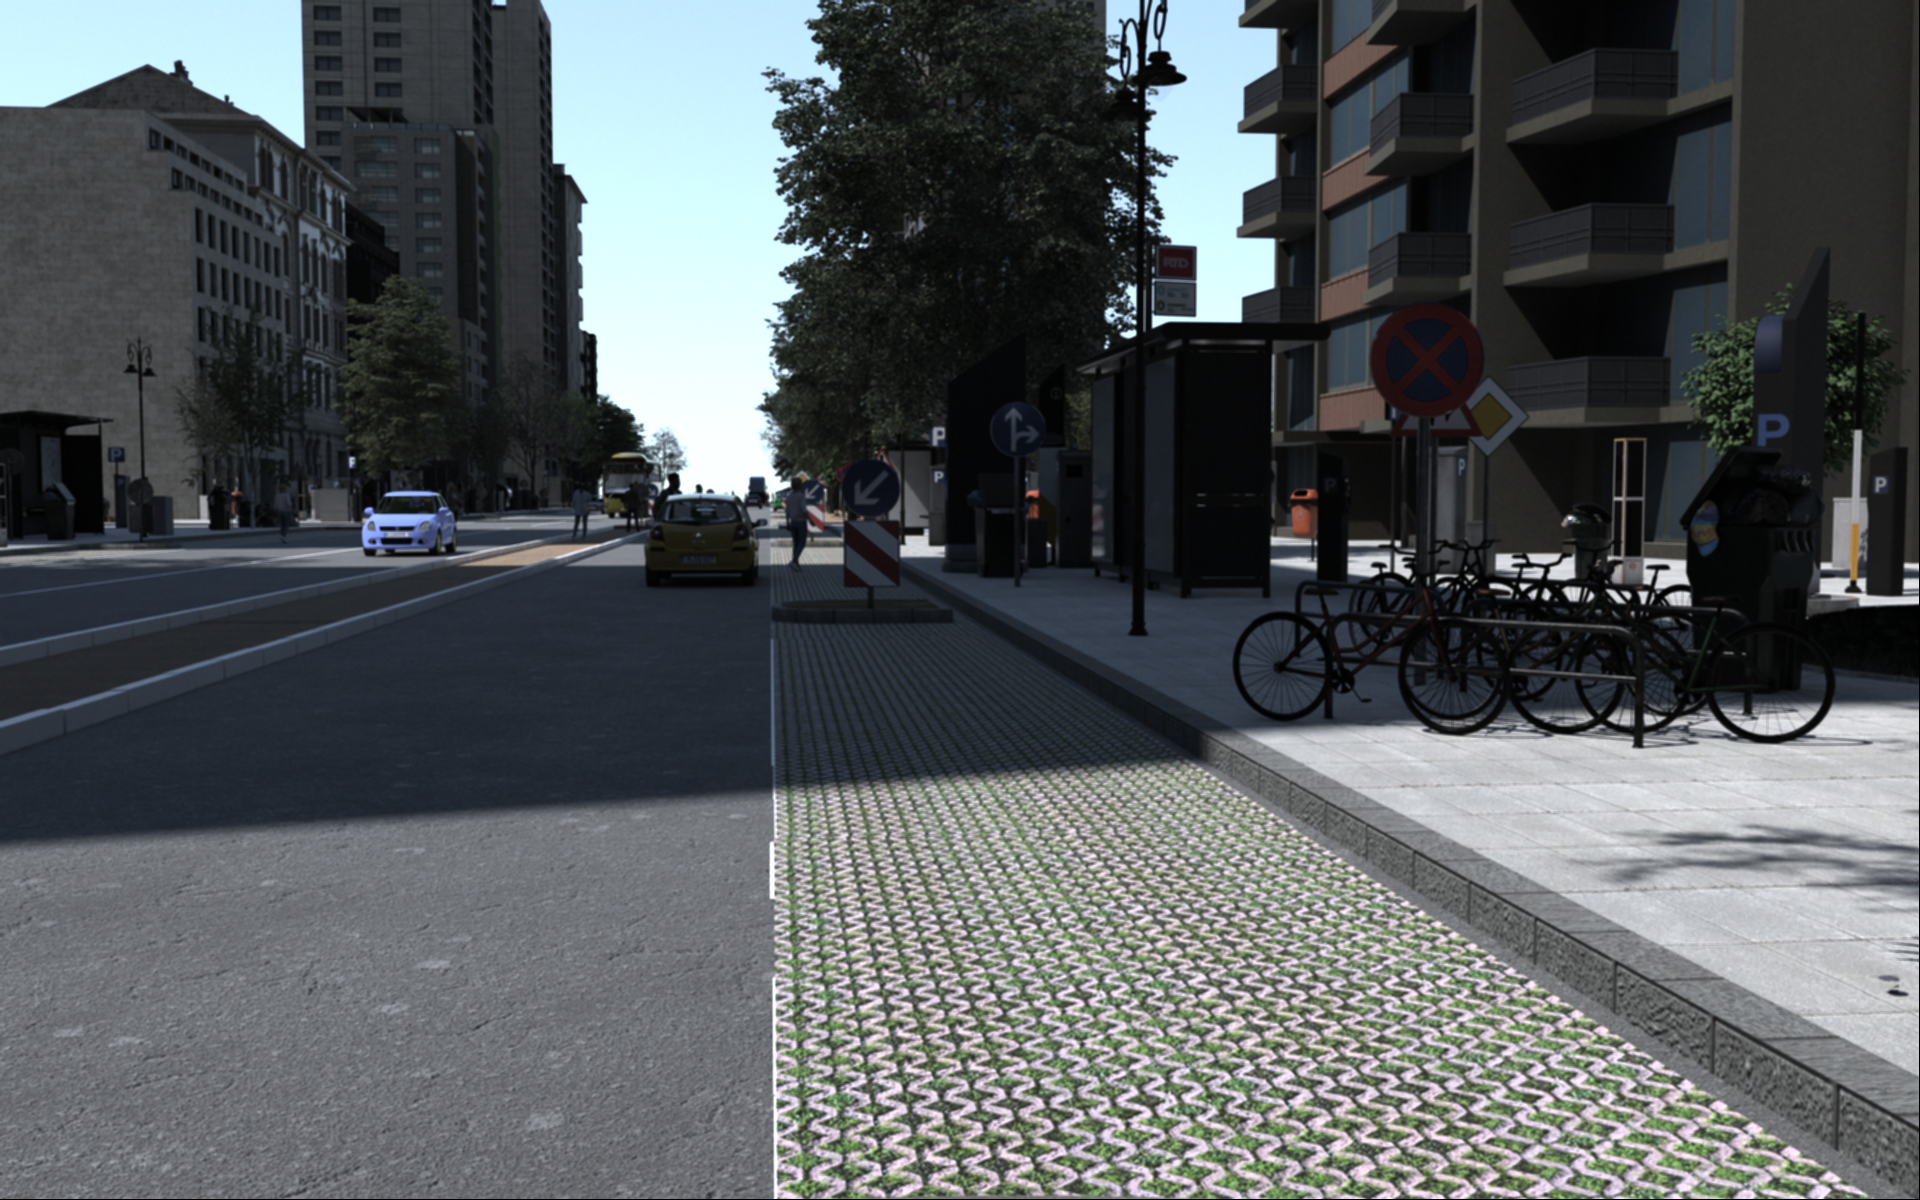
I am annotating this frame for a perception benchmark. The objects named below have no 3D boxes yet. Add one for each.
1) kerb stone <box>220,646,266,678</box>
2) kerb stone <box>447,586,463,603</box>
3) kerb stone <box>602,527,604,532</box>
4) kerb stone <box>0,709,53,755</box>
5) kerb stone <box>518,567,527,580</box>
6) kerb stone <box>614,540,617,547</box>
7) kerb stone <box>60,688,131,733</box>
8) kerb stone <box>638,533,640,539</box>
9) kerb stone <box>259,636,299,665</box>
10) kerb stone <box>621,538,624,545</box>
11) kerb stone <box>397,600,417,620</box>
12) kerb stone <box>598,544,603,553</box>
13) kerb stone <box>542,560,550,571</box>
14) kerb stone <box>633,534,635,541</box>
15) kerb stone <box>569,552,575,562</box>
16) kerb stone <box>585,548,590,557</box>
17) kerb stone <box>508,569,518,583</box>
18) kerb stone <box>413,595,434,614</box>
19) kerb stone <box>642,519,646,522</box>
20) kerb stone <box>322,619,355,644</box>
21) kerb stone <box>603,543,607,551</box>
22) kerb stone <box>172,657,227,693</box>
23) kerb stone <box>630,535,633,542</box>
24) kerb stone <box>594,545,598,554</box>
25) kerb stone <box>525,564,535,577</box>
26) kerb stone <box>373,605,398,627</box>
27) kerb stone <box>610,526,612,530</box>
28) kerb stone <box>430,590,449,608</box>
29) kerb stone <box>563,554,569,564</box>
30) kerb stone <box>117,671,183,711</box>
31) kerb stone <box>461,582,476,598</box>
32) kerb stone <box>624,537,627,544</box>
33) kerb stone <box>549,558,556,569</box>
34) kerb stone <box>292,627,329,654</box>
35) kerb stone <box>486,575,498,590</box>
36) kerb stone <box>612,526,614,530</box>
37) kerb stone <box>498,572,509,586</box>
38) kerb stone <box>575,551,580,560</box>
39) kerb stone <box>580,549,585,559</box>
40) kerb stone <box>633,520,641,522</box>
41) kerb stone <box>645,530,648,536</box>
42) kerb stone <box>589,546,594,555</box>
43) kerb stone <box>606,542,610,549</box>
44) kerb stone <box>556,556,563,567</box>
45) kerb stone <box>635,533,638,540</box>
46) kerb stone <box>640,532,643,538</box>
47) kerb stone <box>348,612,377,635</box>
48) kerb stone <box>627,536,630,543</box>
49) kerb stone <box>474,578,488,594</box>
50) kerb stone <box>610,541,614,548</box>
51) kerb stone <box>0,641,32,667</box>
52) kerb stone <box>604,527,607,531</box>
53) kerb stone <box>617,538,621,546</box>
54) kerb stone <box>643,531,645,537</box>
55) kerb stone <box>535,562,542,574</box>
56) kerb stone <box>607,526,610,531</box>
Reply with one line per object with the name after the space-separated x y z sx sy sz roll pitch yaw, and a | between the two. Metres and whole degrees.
-5.811 0.506 13.921 0.120 0.150 1.000 0 4 -6 | kerb stone
-6.812 -0.055 23.089 0.120 0.150 1.000 0 4 -6 | kerb stone
-13.480 -2.598 64.670 0.120 0.150 1.000 0 4 -6 | kerb stone
-5.363 0.755 9.849 0.120 0.150 1.000 0 4 -6 | kerb stone
-7.482 -0.428 29.211 0.120 0.150 1.000 0 4 -6 | kerb stone
-9.380 -1.488 46.530 0.120 0.150 1.000 0 4 -6 | kerb stone
-5.467 0.701 10.867 0.120 0.150 1.000 0 4 -6 | kerb stone
-10.269 -1.987 54.687 0.120 0.150 1.000 0 4 -6 | kerb stone
-5.924 0.449 14.938 0.120 0.150 1.000 0 4 -6 | kerb stone
-9.599 -1.612 48.580 0.120 0.150 1.000 0 4 -6 | kerb stone
-6.474 0.132 20.040 0.120 0.150 1.000 0 4 -6 | kerb stone
-8.921 -1.237 42.456 0.120 0.150 1.000 0 4 -6 | kerb stone
-7.813 -0.614 32.267 0.120 0.150 1.000 0 4 -6 | kerb stone
-10.046 -1.863 52.654 0.120 0.150 1.000 0 4 -6 | kerb stone
-8.253 -0.863 36.339 0.120 0.150 1.000 0 4 -6 | kerb stone
-8.590 -1.053 39.406 0.120 0.150 1.000 0 4 -6 | kerb stone
-7.369 -0.367 28.191 0.120 0.150 1.000 0 4 -6 | kerb stone
-6.590 0.070 21.056 0.120 0.150 1.000 0 4 -6 | kerb stone
-15.860 -3.936 86.551 0.120 0.150 1.000 0 4 -6 | kerb stone
-6.144 0.319 16.986 0.120 0.150 1.000 0 4 -6 | kerb stone
-9.044 -1.302 43.482 0.120 0.150 1.000 0 4 -6 | kerb stone
-5.703 0.569 12.902 0.120 0.150 1.000 0 4 -6 | kerb stone
-9.934 -1.794 51.638 0.120 0.150 1.000 0 4 -6 | kerb stone
-8.823 -1.177 41.438 0.120 0.150 1.000 0 4 -6 | kerb stone
-7.589 -0.491 30.229 0.120 0.150 1.000 0 4 -6 | kerb stone
-6.367 0.196 19.023 0.120 0.150 1.000 0 4 -6 | kerb stone
-13.808 -2.785 67.724 0.120 0.150 1.000 0 4 -6 | kerb stone
-6.704 0.008 22.072 0.120 0.150 1.000 0 4 -6 | kerb stone
-8.150 -0.803 35.317 0.120 0.150 1.000 0 4 -6 | kerb stone
-5.583 0.634 11.887 0.120 0.150 1.000 0 4 -6 | kerb stone
-6.920 -0.117 24.105 0.120 0.150 1.000 0 4 -6 | kerb stone
-9.709 -1.676 49.602 0.120 0.150 1.000 0 4 -6 | kerb stone
-7.928 -0.675 33.283 0.120 0.150 1.000 0 4 -6 | kerb stone
-6.035 0.383 15.966 0.120 0.150 1.000 0 4 -6 | kerb stone
-7.152 -0.242 26.152 0.120 0.150 1.000 0 4 -6 | kerb stone
-13.916 -2.845 68.747 0.120 0.150 1.000 0 4 -6 | kerb stone
-7.258 -0.304 27.168 0.120 0.150 1.000 0 4 -6 | kerb stone
-8.370 -0.927 37.355 0.120 0.150 1.000 0 4 -6 | kerb stone
-8.486 -0.990 38.389 0.120 0.150 1.000 0 4 -6 | kerb stone
-15.531 -3.748 83.499 0.120 0.150 1.000 0 4 -6 | kerb stone
-10.600 -2.174 57.746 0.120 0.150 1.000 0 4 -6 | kerb stone
-8.707 -1.113 40.422 0.120 0.150 1.000 0 4 -6 | kerb stone
-9.153 -1.357 44.499 0.120 0.150 1.000 0 4 -6 | kerb stone
-8.040 -0.740 34.299 0.120 0.150 1.000 0 4 -6 | kerb stone
-10.153 -1.925 53.671 0.120 0.150 1.000 0 4 -6 | kerb stone
-10.375 -2.050 55.710 0.120 0.150 1.000 0 4 -6 | kerb stone
-6.259 0.257 18.002 0.120 0.150 1.000 0 4 -6 | kerb stone
-9.829 -1.733 50.621 0.120 0.150 1.000 0 4 -6 | kerb stone
-7.031 -0.179 25.121 0.120 0.150 1.000 0 4 -6 | kerb stone
-9.262 -1.426 45.515 0.120 0.150 1.000 0 4 -6 | kerb stone
-7.999 0.463 14.661 0.120 0.150 1.000 0 4 -6 | kerb stone
-13.588 -2.660 65.688 0.120 0.150 1.000 0 4 -6 | kerb stone
-9.488 -1.547 47.550 0.120 0.150 1.000 0 4 -6 | kerb stone
-10.492 -2.112 56.728 0.120 0.150 1.000 0 4 -6 | kerb stone
-7.708 -0.554 31.250 0.120 0.150 1.000 0 4 -6 | kerb stone
-13.699 -2.719 66.704 0.120 0.150 1.000 0 4 -6 | kerb stone
